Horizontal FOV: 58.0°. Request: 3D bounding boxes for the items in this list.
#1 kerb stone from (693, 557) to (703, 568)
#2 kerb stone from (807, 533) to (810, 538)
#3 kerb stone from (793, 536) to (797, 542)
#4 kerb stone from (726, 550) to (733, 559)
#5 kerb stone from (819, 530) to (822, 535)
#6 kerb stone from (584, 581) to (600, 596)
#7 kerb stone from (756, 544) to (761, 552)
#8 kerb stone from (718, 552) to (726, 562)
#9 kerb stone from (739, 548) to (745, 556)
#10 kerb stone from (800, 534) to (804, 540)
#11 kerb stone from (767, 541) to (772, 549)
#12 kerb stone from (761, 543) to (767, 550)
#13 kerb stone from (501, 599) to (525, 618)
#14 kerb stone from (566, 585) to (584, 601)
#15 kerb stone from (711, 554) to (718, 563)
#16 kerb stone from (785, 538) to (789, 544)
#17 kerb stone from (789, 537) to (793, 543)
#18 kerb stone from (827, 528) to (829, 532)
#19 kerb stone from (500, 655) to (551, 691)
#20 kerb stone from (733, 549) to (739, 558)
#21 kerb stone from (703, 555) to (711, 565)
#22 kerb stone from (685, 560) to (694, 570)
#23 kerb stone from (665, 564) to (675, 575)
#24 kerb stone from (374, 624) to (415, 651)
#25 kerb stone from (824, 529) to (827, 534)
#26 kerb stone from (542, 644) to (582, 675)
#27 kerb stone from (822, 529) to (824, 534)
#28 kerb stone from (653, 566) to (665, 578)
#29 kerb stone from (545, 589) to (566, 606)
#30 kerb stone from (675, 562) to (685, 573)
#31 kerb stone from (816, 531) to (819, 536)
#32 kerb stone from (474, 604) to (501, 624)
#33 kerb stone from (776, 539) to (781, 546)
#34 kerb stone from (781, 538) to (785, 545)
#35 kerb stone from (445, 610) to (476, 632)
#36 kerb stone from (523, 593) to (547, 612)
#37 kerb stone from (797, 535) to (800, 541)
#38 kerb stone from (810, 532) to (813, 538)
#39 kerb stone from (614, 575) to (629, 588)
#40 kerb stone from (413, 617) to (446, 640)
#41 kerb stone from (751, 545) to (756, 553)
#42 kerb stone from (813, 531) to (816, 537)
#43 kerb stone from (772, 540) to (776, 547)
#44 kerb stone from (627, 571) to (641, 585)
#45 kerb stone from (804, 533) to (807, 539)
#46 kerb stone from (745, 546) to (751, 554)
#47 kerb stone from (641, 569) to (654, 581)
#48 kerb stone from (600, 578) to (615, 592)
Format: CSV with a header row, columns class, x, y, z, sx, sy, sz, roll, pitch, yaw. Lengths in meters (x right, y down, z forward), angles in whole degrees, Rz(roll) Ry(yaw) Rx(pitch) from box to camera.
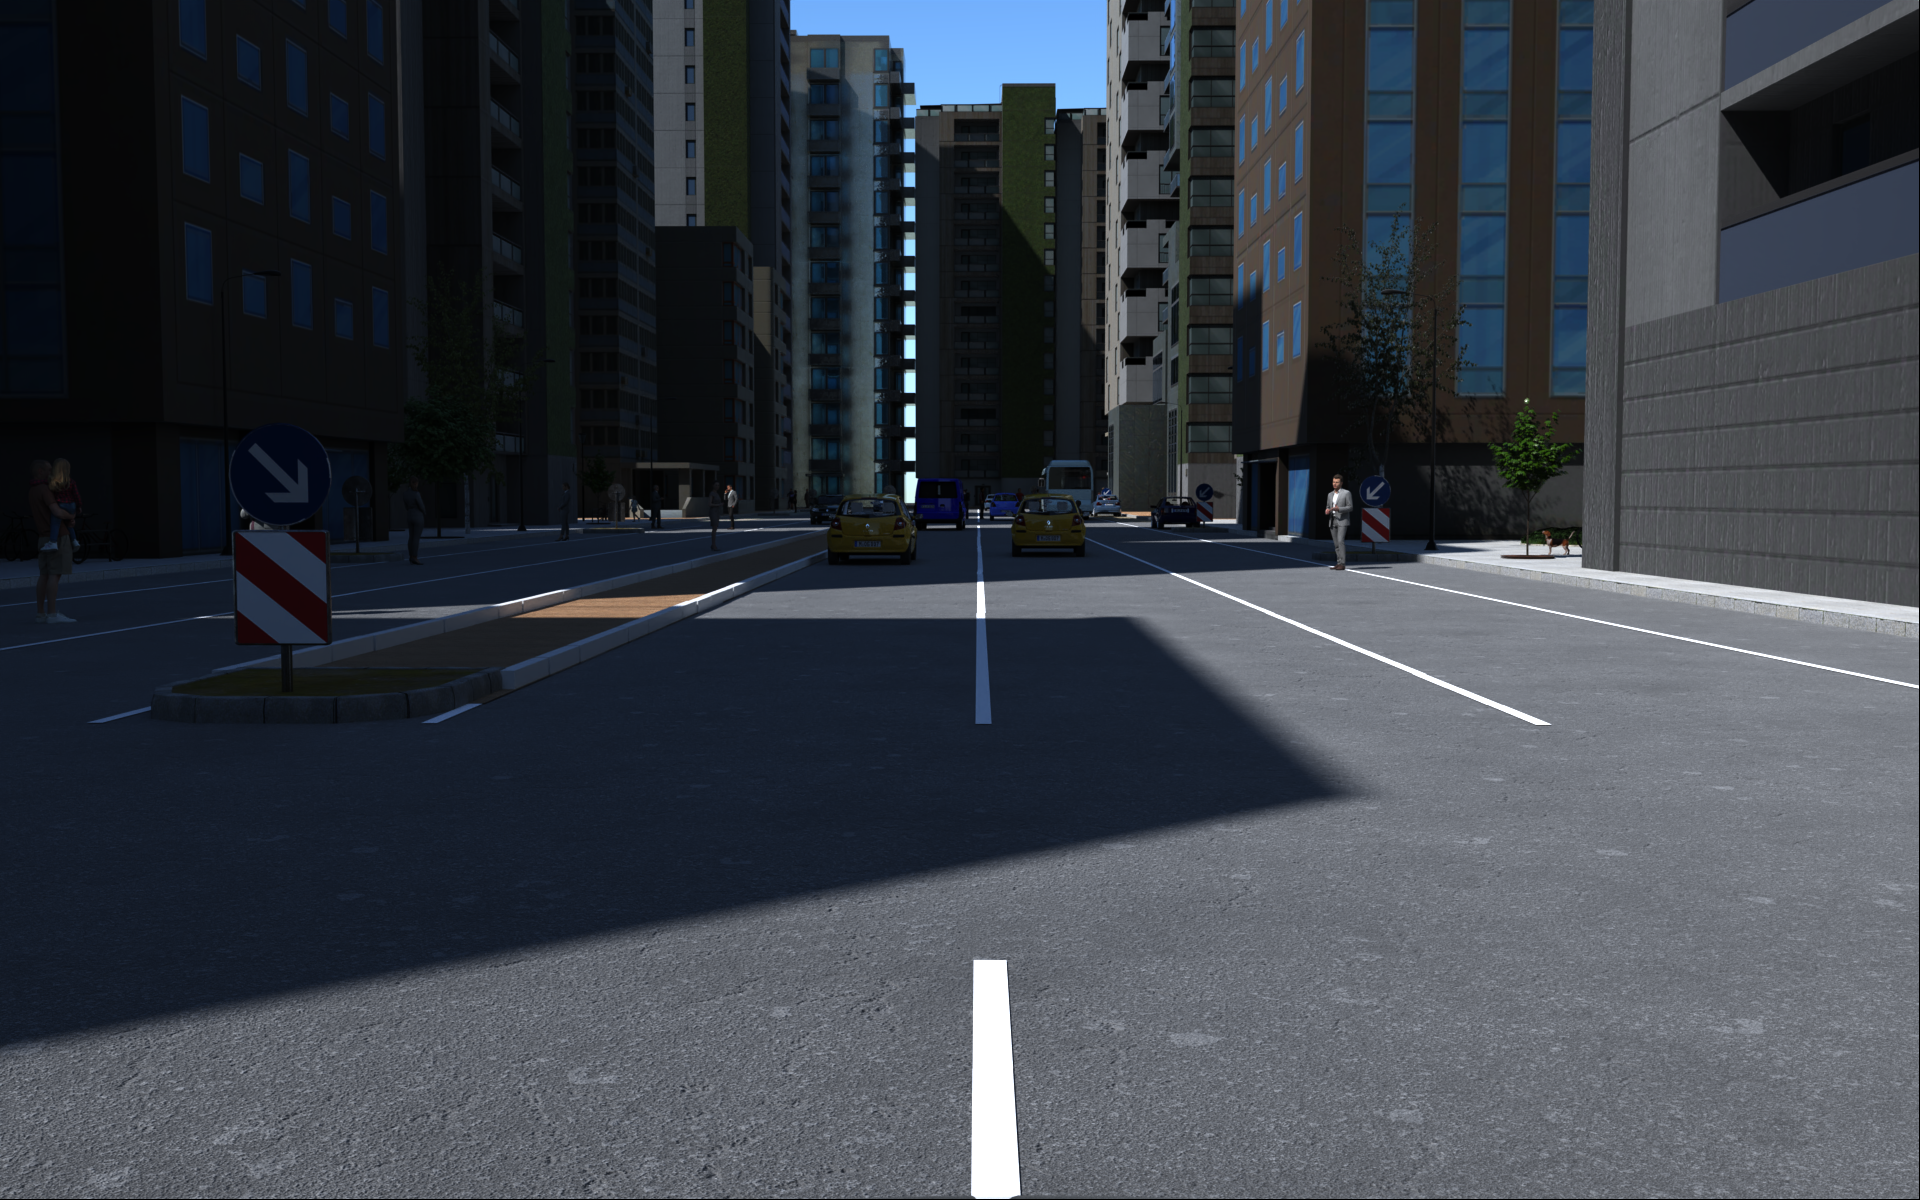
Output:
class,x,y,z,sx,sy,sz,roll,pitch,yaw
kerb stone,-5.176,-0.699,33.626,0.120,0.150,1.000,0,4,1
kerb stone,-4.959,-2.013,55.164,0.120,0.150,1.000,0,4,1
kerb stone,-5.002,-1.763,51.059,0.120,0.150,1.000,0,4,1
kerb stone,-5.137,-0.947,37.717,0.120,0.150,1.000,0,4,1
kerb stone,-4.914,-2.266,59.261,0.120,0.150,1.000,0,4,1
kerb stone,-5.277,-0.135,24.406,0.120,0.150,1.000,0,4,1
kerb stone,-5.096,-1.262,42.832,0.120,0.150,1.000,0,4,1
kerb stone,-5.153,-0.886,36.695,0.120,0.150,1.000,0,4,1
kerb stone,-5.125,-1.075,39.765,0.120,0.150,1.000,0,4,1
kerb stone,-4.980,-1.891,53.111,0.120,0.150,1.000,0,4,1
kerb stone,-5.069,-1.388,44.884,0.120,0.150,1.000,0,4,1
kerb stone,-5.079,-1.325,43.854,0.120,0.150,1.000,0,4,1
kerb stone,-5.326,0.116,20.315,0.120,0.150,1.000,0,4,1
kerb stone,-5.292,-0.073,23.384,0.120,0.150,1.000,0,4,1
kerb stone,-5.167,-0.824,35.672,0.120,0.150,1.000,0,4,1
kerb stone,-5.027,-1.640,49.006,0.120,0.150,1.000,0,4,1
kerb stone,-5.013,-1.702,50.028,0.120,0.150,1.000,0,4,1
kerb stone,-4.890,-2.455,62.338,0.120,0.150,1.000,0,4,1
kerb stone,-3.302,0.560,13.125,0.120,0.150,1.000,0,4,1
kerb stone,-5.131,-1.011,38.742,0.120,0.150,1.000,0,4,1
kerb stone,-5.173,-0.762,34.648,0.120,0.150,1.000,0,4,1
kerb stone,-5.202,-0.628,32.602,0.120,0.150,1.000,0,4,1
kerb stone,-5.223,-0.511,30.557,0.120,0.150,1.000,0,4,1
kerb stone,-5.357,0.365,16.221,0.120,0.150,1.000,0,4,1
kerb stone,-4.905,-2.392,61.313,0.120,0.150,1.000,0,4,1
kerb stone,-3.285,0.495,14.152,0.120,0.150,1.000,0,4,1
kerb stone,-4.913,-2.330,60.291,0.120,0.150,1.000,0,4,1
kerb stone,-5.228,-0.449,29.533,0.120,0.150,1.000,0,4,1
kerb stone,-5.302,-0.010,22.362,0.120,0.150,1.000,0,4,1
kerb stone,-5.198,-0.570,31.579,0.120,0.150,1.000,0,4,1
kerb stone,-4.928,-2.204,58.239,0.120,0.150,1.000,0,4,1
kerb stone,-5.339,0.178,19.293,0.120,0.150,1.000,0,4,1
kerb stone,-5.048,-1.514,46.953,0.120,0.150,1.000,0,4,1
kerb stone,-5.042,-1.576,47.975,0.120,0.150,1.000,0,4,1
kerb stone,-5.337,0.240,18.270,0.120,0.150,1.000,0,4,1
kerb stone,-5.306,0.053,21.337,0.120,0.150,1.000,0,4,1
kerb stone,-4.995,-1.828,52.083,0.120,0.150,1.000,0,4,1
kerb stone,-4.952,-2.079,56.186,0.120,0.150,1.000,0,4,1
kerb stone,-5.256,-0.260,26.451,0.120,0.150,1.000,0,4,1
kerb stone,-5.355,0.305,17.245,0.120,0.150,1.000,0,4,1
kerb stone,-5.106,-1.200,41.809,0.120,0.150,1.000,0,4,1
kerb stone,-4.935,-2.142,57.216,0.120,0.150,1.000,0,4,1
kerb stone,-5.060,-1.447,45.919,0.120,0.150,1.000,0,4,1
kerb stone,-5.253,-0.323,27.480,0.120,0.150,1.000,0,4,1
kerb stone,-4.968,-1.953,54.133,0.120,0.150,1.000,0,4,1
kerb stone,-5.114,-1.136,40.787,0.120,0.150,1.000,0,4,1
kerb stone,-5.240,-0.386,28.511,0.120,0.150,1.000,0,4,1
kerb stone,-5.269,-0.198,25.428,0.120,0.150,1.000,0,4,1
